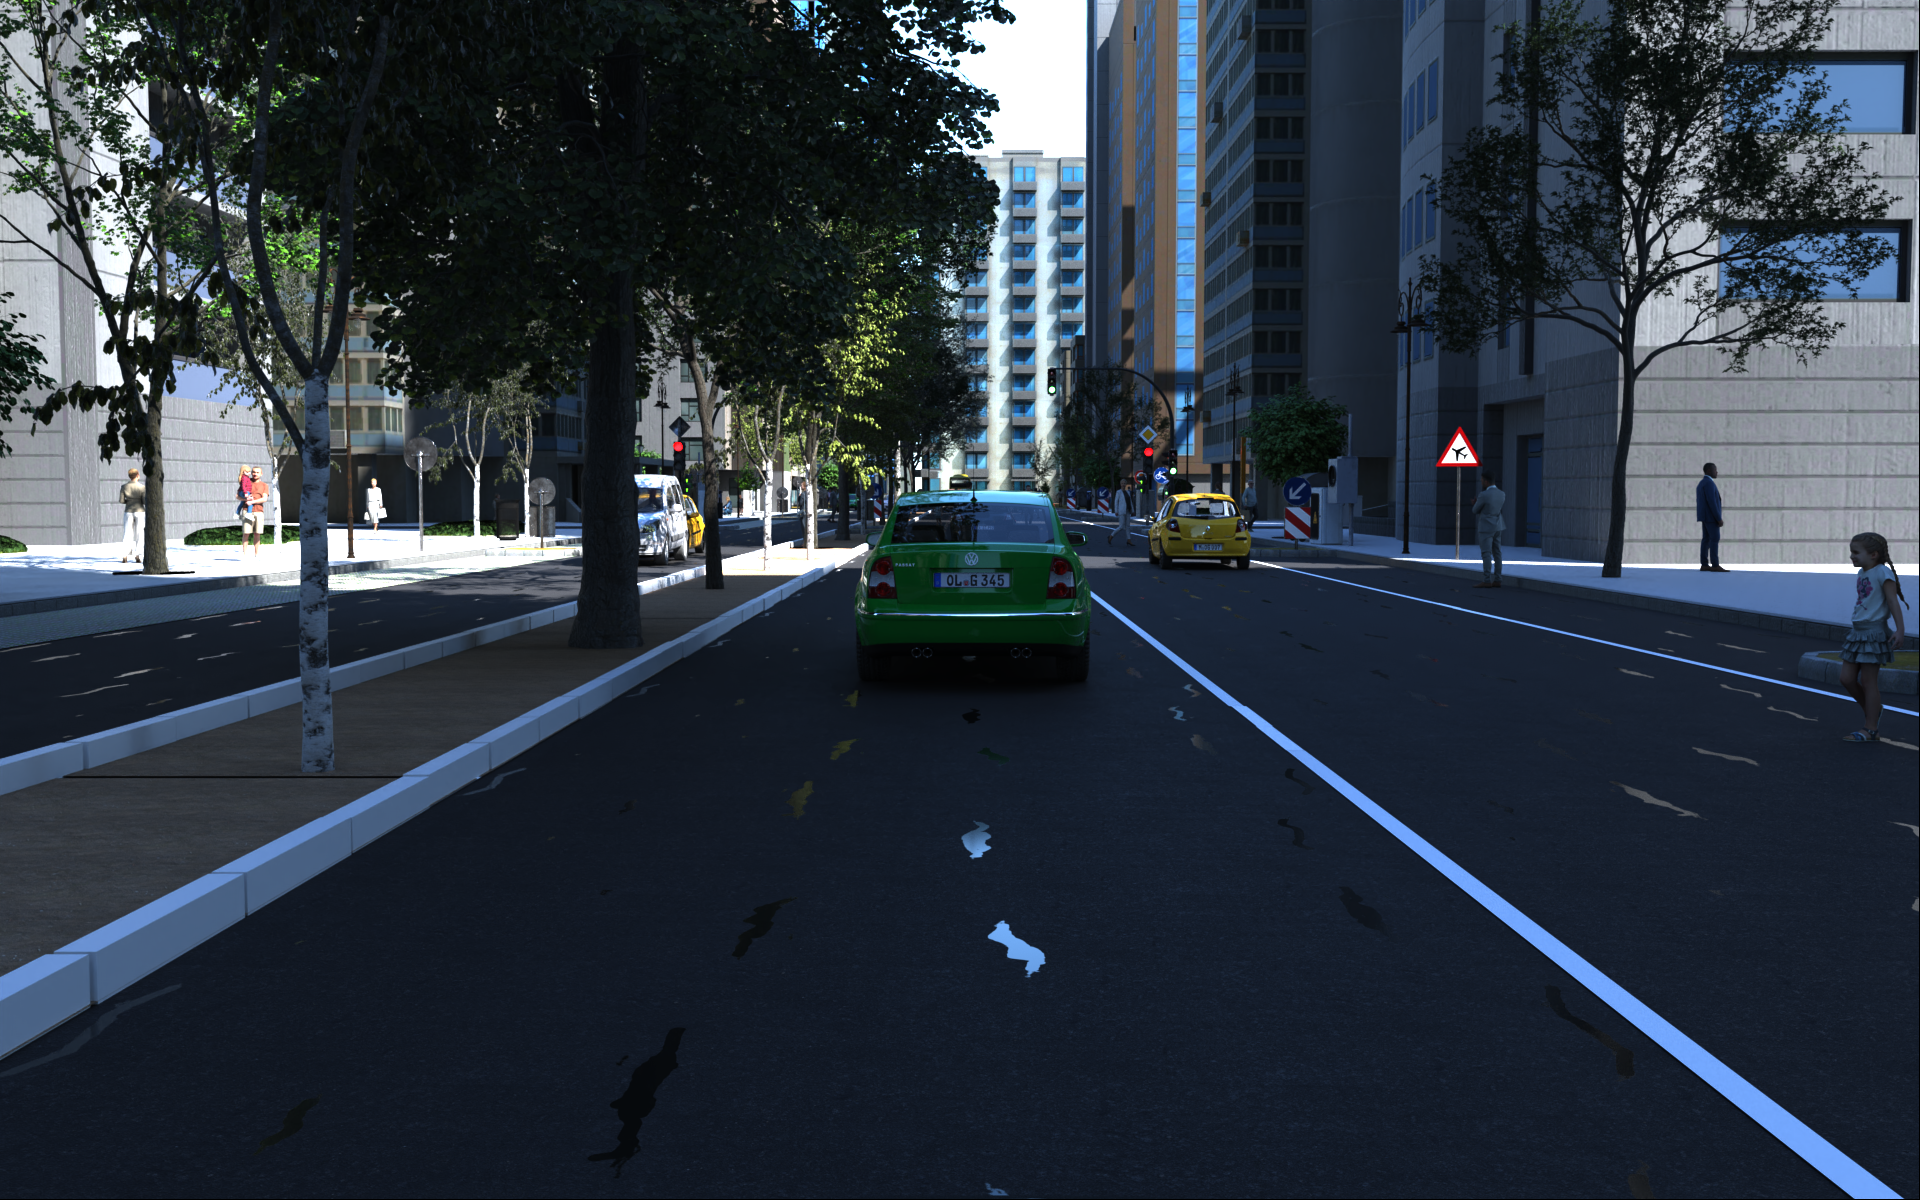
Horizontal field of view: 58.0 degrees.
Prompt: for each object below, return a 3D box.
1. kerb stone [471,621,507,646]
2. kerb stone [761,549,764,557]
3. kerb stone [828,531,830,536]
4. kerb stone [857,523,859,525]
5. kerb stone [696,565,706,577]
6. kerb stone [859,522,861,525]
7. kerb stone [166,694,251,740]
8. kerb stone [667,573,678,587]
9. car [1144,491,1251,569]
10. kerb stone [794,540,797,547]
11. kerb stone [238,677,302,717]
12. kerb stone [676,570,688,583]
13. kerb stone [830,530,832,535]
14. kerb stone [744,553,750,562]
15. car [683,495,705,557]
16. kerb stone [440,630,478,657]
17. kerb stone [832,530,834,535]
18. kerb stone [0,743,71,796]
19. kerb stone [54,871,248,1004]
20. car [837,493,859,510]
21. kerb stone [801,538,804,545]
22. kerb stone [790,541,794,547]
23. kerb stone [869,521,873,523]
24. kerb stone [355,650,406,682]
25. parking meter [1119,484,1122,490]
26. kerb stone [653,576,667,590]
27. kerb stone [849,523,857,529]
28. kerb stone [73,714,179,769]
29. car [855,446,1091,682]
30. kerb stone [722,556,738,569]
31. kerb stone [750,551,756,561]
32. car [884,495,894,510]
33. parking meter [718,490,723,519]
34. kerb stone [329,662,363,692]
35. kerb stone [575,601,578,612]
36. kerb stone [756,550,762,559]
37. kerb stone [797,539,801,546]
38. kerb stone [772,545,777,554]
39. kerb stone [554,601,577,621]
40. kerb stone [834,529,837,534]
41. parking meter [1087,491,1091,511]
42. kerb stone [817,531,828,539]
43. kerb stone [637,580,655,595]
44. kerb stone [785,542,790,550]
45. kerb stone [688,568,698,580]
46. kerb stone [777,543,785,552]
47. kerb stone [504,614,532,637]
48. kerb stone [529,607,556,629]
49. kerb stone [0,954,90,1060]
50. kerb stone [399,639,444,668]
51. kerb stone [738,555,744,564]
[{"bbox_3d":[-4.573,0.340,16.641,0.120,0.150,1.000,0,3,0],"label":"kerb stone"},{"bbox_3d":[-4.544,-1.040,39.192,0.120,0.150,1.000,0,3,0],"label":"kerb stone"},{"bbox_3d":[-4.518,-2.169,57.660,0.120,0.150,1.000,0,3,0],"label":"kerb stone"},{"bbox_3d":[-4.492,-3.133,73.545,0.120,0.150,1.000,0,3,0],"label":"kerb stone"},{"bbox_3d":[-4.552,-0.474,29.960,0.120,0.150,1.000,0,3,0],"label":"kerb stone"},{"bbox_3d":[-4.497,-3.267,75.606,0.120,0.150,1.000,0,3,0],"label":"kerb stone"},{"bbox_3d":[-4.581,0.716,10.492,0.120,0.150,1.000,0,3,0],"label":"kerb stone"},{"bbox_3d":[-4.560,-0.279,26.882,0.120,0.150,1.000,0,3,0],"label":"kerb stone"},{"bbox_3d":[4.704,-1.479,34.404,2.015,1.641,3.980,0,4,2],"label":"car"},{"bbox_3d":[-4.530,-1.479,46.380,0.120,0.150,1.000,0,3,0],"label":"kerb stone"},{"bbox_3d":[-4.580,0.653,11.519,0.120,0.150,1.000,0,3,0],"label":"kerb stone"},{"bbox_3d":[-4.562,-0.349,27.904,0.120,0.150,1.000,0,3,0],"label":"kerb stone"},{"bbox_3d":[-4.519,-2.228,58.687,0.120,0.150,1.000,0,3,0],"label":"kerb stone"},{"bbox_3d":[-4.548,-0.851,36.106,0.120,0.150,1.000,0,3,0],"label":"kerb stone"},{"bbox_3d":[-7.042,-1.859,40.622,2.015,1.641,3.980,0,4,0],"label":"car"},{"bbox_3d":[-4.572,0.406,15.609,0.120,0.150,1.000,0,3,0],"label":"kerb stone"},{"bbox_3d":[-4.516,-2.293,59.709,0.120,0.150,1.000,0,3,0],"label":"kerb stone"},{"bbox_3d":[-4.588,0.841,8.441,0.120,0.150,1.000,0,3,0],"label":"kerb stone"},{"bbox_3d":[-2.479,1.030,5.356,0.120,0.150,1.000,0,3,0],"label":"kerb stone"},{"bbox_3d":[-9.906,-8.892,154.184,1.959,1.807,4.718,0,3,0],"label":"car"},{"bbox_3d":[-4.529,-1.605,48.435,0.120,0.150,1.000,0,3,0],"label":"kerb stone"},{"bbox_3d":[-4.535,-1.416,45.352,0.120,0.150,1.000,0,3,0],"label":"kerb stone"},{"bbox_3d":[-4.481,-3.953,86.879,0.120,0.150,1.000,0,3,0],"label":"kerb stone"},{"bbox_3d":[-4.579,0.529,13.564,0.120,0.150,1.000,0,3,0],"label":"kerb stone"},{"bbox_3d":[9.284,-5.761,99.902,0.255,1.863,0.399,0,4,3],"label":"parking meter"},{"bbox_3d":[-4.554,-0.224,25.860,0.120,0.150,1.000,0,3,0],"label":"kerb stone"},{"bbox_3d":[-4.500,-3.078,72.522,0.120,0.150,1.000,0,3,0],"label":"kerb stone"},{"bbox_3d":[-4.573,0.778,9.470,0.120,0.150,1.000,0,3,0],"label":"kerb stone"},{"bbox_3d":[0.132,-0.357,14.627,1.959,1.807,4.718,0,4,1],"label":"car"},{"bbox_3d":[-4.548,-0.726,34.062,0.120,0.150,1.000,0,3,0],"label":"kerb stone"},{"bbox_3d":[-4.542,-0.910,37.131,0.120,0.150,1.000,0,3,0],"label":"kerb stone"},{"bbox_3d":[-6.025,-8.700,154.598,2.083,1.381,4.827,0,4,0],"label":"car"},{"bbox_3d":[-12.580,-5.019,90.472,0.372,1.533,0.369,0,3,0],"label":"parking meter"},{"bbox_3d":[-4.574,0.590,12.542,0.120,0.150,1.000,0,3,0],"label":"kerb stone"},{"bbox_3d":[-4.562,0.092,20.736,0.120,0.150,1.000,0,3,0],"label":"kerb stone"},{"bbox_3d":[-4.539,-0.973,38.164,0.120,0.150,1.000,0,3,0],"label":"kerb stone"},{"bbox_3d":[-4.534,-1.539,47.413,0.120,0.150,1.000,0,3,0],"label":"kerb stone"},{"bbox_3d":[-4.537,-1.165,41.250,0.120,0.150,1.000,0,3,0],"label":"kerb stone"},{"bbox_3d":[-4.565,0.152,19.714,0.120,0.150,1.000,0,3,0],"label":"kerb stone"},{"bbox_3d":[-4.506,-2.356,60.743,0.120,0.150,1.000,0,3,0],"label":"kerb stone"},{"bbox_3d":[9.816,-7.546,131.788,0.372,1.533,0.369,0,3,0],"label":"parking meter"},{"bbox_3d":[-4.512,-2.103,56.634,0.120,0.150,1.000,0,3,0],"label":"kerb stone"},{"bbox_3d":[-4.560,-0.161,24.835,0.120,0.150,1.000,0,3,0],"label":"kerb stone"},{"bbox_3d":[-4.538,-1.354,44.326,0.120,0.150,1.000,0,3,0],"label":"kerb stone"},{"bbox_3d":[-4.563,-0.410,28.932,0.120,0.150,1.000,0,3,0],"label":"kerb stone"},{"bbox_3d":[-4.538,-1.290,43.294,0.120,0.150,1.000,0,3,0],"label":"kerb stone"},{"bbox_3d":[-4.575,0.280,17.663,0.120,0.150,1.000,0,3,0],"label":"kerb stone"},{"bbox_3d":[-4.567,0.215,18.685,0.120,0.150,1.000,0,3,0],"label":"kerb stone"},{"bbox_3d":[-2.488,1.093,4.332,0.120,0.150,1.000,0,3,0],"label":"kerb stone"},{"bbox_3d":[-4.574,0.466,14.586,0.120,0.150,1.000,0,3,0],"label":"kerb stone"},{"bbox_3d":[-4.545,-0.788,35.084,0.120,0.150,1.000,0,3,0],"label":"kerb stone"}]
